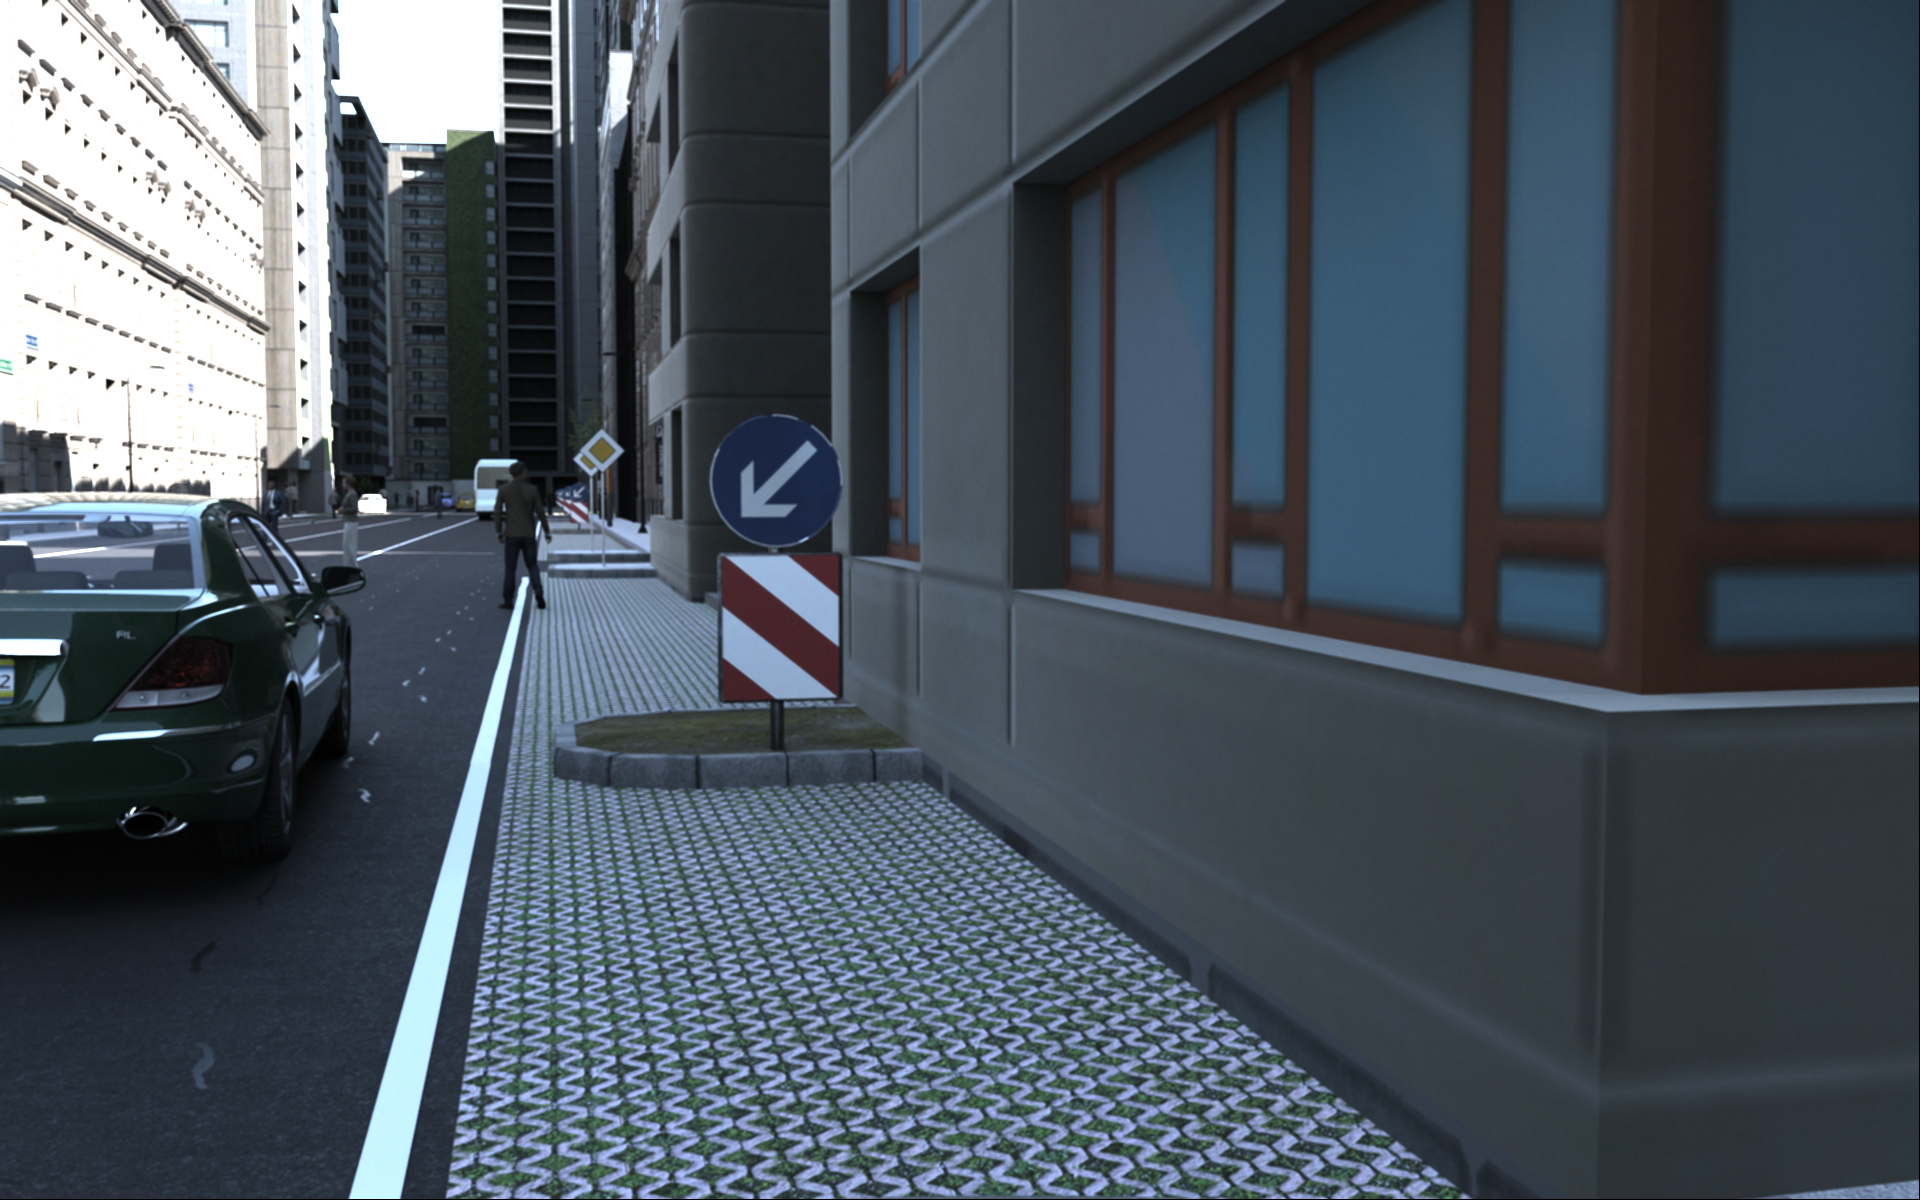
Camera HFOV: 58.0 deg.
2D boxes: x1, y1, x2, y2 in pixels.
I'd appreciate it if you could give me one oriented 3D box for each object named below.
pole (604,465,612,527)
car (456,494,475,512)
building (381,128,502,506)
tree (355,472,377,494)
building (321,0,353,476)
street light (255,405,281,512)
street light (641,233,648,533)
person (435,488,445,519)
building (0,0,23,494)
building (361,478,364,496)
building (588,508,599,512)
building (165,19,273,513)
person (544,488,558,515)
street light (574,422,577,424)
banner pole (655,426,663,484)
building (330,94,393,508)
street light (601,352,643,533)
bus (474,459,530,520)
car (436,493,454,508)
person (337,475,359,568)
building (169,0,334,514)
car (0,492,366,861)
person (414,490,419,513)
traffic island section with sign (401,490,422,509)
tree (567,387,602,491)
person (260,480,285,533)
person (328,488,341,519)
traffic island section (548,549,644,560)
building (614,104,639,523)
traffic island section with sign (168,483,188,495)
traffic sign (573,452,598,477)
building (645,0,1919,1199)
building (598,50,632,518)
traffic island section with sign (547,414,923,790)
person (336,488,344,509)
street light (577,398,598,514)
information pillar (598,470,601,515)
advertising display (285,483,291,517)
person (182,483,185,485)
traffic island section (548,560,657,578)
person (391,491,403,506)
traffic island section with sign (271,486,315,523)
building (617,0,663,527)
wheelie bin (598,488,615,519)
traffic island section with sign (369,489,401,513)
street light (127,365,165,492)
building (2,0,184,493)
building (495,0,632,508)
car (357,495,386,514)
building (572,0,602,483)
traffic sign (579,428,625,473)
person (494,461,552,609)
[{"bbox_3d":[-13.787,-4.540,68.078,0.158,3.312,0.155,0,3,0],"label":"pole"},{"bbox_3d":[-40.225,-8.036,141.614,2.015,1.641,3.980,-1,4,-12],"label":"car"},{"bbox_3d":[-59.193,-31.333,195.884,14.086,41.232,14.154,-1,4,-13],"label":"building"},{"bbox_3d":[-51.440,-9.491,149.782,1.663,3.219,1.824,0,3,0],"label":"tree"},{"bbox_3d":[-61.844,-33.110,130.589,28.713,52.752,27.495,-1,4,-13],"label":"building"},{"bbox_3d":[-35.940,-7.182,89.967,1.470,5.913,1.316,-1,4,-13],"label":"street light"},{"bbox_3d":[-4.816,-3.560,30.747,1.470,5.913,1.316,-1,4,-13],"label":"street light"},{"bbox_3d":[-30.403,-5.652,101.094,0.419,1.800,0.721,-3,5,-42],"label":"person"},{"bbox_3d":[-32.769,-15.654,41.848,13.634,28.700,20.117,-1,4,-13],"label":"building"},{"bbox_3d":[-73.443,-25.787,193.324,14.107,30.474,14.160,-1,4,-13],"label":"building"},{"bbox_3d":[-22.633,-43.489,149.291,20.563,71.187,20.611,-1,4,-13],"label":"building"},{"bbox_3d":[-43.529,-17.817,88.579,12.463,27.353,25.104,-1,4,-13],"label":"building"},{"bbox_3d":[-27.704,-6.645,117.161,0.705,1.821,1.348,2,4,27],"label":"person"},{"bbox_3d":[-24.073,-8.498,111.479,1.470,5.913,1.316,-1,4,-13],"label":"street light"},{"bbox_3d":[-8.932,-3.848,52.929,0.863,3.779,0.401,1,4,13],"label":"banner pole"},{"bbox_3d":[-66.778,-28.825,163.172,23.993,40.220,32.217,-1,4,-13],"label":"building"},{"bbox_3d":[-10.988,-5.154,56.805,1.470,5.913,1.316,-1,4,-13],"label":"street light"},{"bbox_3d":[-26.198,-6.380,99.166,2.948,3.499,13.247,-1,4,-13],"label":"bus"},{"bbox_3d":[-52.684,-10.242,177.040,1.945,1.707,3.694,-1,4,-14],"label":"car"},{"bbox_3d":[-10.782,-1.314,30.526,0.362,1.759,0.519,-1,4,-22],"label":"person"},{"bbox_3d":[-49.356,-26.238,112.578,14.154,41.232,14.086,-1,4,-13],"label":"building"},{"bbox_3d":[-3.893,0.235,7.961,2.131,1.459,4.920,-1,4,-15],"label":"car"},{"bbox_3d":[-42.218,-7.656,134.396,0.721,1.735,1.217,-1,4,-13],"label":"person"},{"bbox_3d":[-51.140,-9.336,161.278,1.989,1.847,2.006,-1,4,-13],"label":"traffic island section with sign"},{"bbox_3d":[-23.892,-10.065,114.919,4.737,8.622,4.395,0,3,0],"label":"tree"},{"bbox_3d":[-18.269,-2.277,45.911,0.721,1.800,0.419,0,4,-7],"label":"person"},{"bbox_3d":[-36.352,-5.617,100.743,0.661,1.777,0.834,0,4,1],"label":"person"},{"bbox_3d":[-8.119,-0.988,38.436,2.009,0.180,2.903,-1,4,-13],"label":"traffic island section"},{"bbox_3d":[-10.607,-15.703,86.416,12.332,23.373,15.834,-1,4,-13],"label":"building"},{"bbox_3d":[-26.800,-3.099,59.292,1.989,1.847,2.006,-1,4,-13],"label":"traffic island section with sign"},{"bbox_3d":[-8.140,-2.211,38.348,0.795,2.593,0.064,-1,4,-13],"label":"traffic sign"},{"bbox_3d":[11.232,-10.680,19.652,27.650,21.520,28.899,-1,4,-13],"label":"building"},{"bbox_3d":[-15.050,-17.471,103.665,12.078,24.808,19.932,-1,4,-13],"label":"building"},{"bbox_3d":[-1.183,-0.043,9.331,1.989,1.847,2.006,-1,4,-13],"label":"traffic island section with sign"},{"bbox_3d":[-53.635,-8.751,149.130,1.348,1.823,0.705,-3,5,-43],"label":"person"},{"bbox_3d":[-17.658,-6.824,84.112,1.470,5.913,1.316,-1,4,-13],"label":"street light"},{"bbox_3d":[-21.608,-6.888,103.978,0.183,3.616,0.504,0,4,7],"label":"information pillar"},{"bbox_3d":[-37.758,-5.638,97.389,0.123,1.923,0.974,-1,4,-9],"label":"advertising display"},{"bbox_3d":[-32.411,-4.004,72.097,0.643,1.750,0.593,-2,4,-31],"label":"person"},{"bbox_3d":[-6.265,-0.513,30.668,2.009,0.180,2.903,-1,4,-13],"label":"traffic island section"},{"bbox_3d":[-60.166,-10.751,184.995,1.217,1.735,0.721,-1,4,-22],"label":"person"},{"bbox_3d":[-33.168,-4.730,85.962,1.989,1.847,2.006,-1,4,-13],"label":"traffic island section with sign"},{"bbox_3d":[-6.191,-16.456,66.320,12.463,27.353,25.104,-1,4,-13],"label":"building"},{"bbox_3d":[-18.131,-4.941,88.699,0.980,1.594,0.693,0,4,6],"label":"wheelie bin"},{"bbox_3d":[-44.707,-7.689,134.349,1.989,1.847,2.006,-1,4,-13],"label":"traffic island section with sign"},{"bbox_3d":[-29.386,-5.505,62.555,1.470,5.913,1.316,-1,4,-13],"label":"street light"},{"bbox_3d":[-37.762,-16.316,64.031,12.463,27.353,25.104,-1,4,-13],"label":"building"},{"bbox_3d":[-43.105,-46.730,202.283,20.611,71.187,20.563,-1,4,-13],"label":"building"},{"bbox_3d":[-43.212,-7.021,127.149,2.083,1.381,4.827,-1,4,-15],"label":"car"},{"bbox_3d":[-27.927,-38.638,173.734,21.231,58.520,28.212,-1,4,-13],"label":"building"},{"bbox_3d":[-6.287,-1.736,30.580,0.795,2.593,0.064,-1,4,-13],"label":"traffic sign"},{"bbox_3d":[-5.442,-0.806,21.597,0.836,1.842,0.656,3,5,41],"label":"person"}]
